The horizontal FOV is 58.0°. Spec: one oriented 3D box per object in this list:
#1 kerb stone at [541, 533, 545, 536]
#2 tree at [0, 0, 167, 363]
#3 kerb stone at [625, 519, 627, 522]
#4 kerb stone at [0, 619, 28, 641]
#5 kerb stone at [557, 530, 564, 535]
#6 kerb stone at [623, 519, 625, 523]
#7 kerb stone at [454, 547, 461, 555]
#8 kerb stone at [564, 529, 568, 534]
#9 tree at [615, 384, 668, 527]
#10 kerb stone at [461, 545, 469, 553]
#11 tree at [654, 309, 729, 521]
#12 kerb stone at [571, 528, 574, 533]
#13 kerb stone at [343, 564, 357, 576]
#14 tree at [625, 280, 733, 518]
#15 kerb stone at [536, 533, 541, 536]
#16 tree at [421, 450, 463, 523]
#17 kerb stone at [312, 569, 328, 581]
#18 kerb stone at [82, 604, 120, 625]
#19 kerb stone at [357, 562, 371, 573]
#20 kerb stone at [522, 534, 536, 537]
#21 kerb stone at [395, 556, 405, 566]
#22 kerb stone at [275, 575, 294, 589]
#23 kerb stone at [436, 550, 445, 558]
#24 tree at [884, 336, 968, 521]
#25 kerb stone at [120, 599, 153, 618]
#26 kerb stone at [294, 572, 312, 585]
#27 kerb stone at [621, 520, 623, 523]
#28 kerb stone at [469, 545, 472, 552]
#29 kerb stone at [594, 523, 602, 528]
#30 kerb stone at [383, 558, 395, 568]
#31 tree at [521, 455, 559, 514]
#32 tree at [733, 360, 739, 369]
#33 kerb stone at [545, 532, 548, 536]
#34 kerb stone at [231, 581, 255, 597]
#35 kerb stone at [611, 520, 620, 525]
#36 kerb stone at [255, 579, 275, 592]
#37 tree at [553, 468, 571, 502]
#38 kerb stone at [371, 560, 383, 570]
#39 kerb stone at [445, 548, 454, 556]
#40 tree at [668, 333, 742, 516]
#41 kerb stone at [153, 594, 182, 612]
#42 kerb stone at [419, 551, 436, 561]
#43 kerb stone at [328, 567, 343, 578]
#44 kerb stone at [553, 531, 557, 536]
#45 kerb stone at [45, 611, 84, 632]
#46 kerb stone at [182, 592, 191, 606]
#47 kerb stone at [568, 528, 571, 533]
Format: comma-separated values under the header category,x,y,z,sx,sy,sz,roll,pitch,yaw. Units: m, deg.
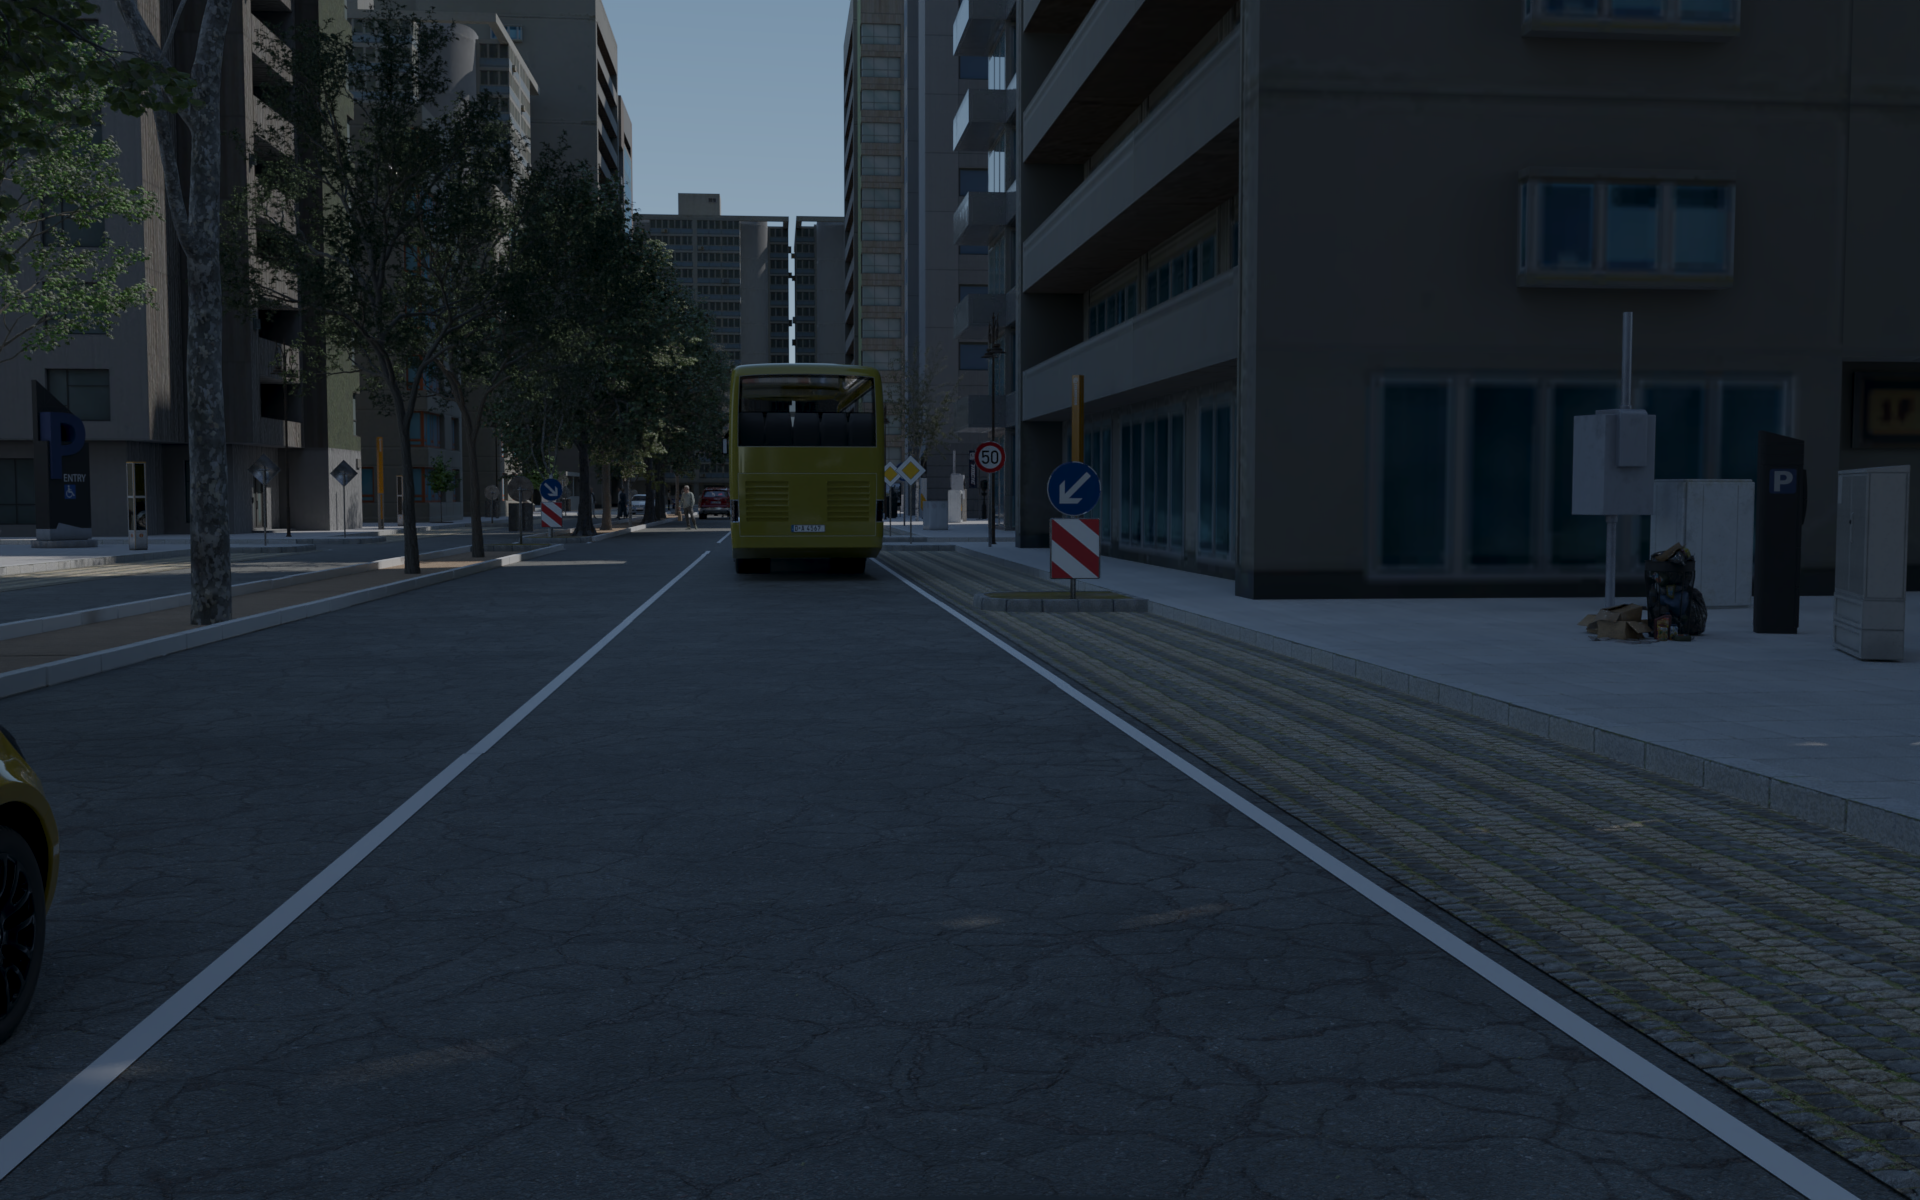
category,x,y,z,sx,sy,sz,roll,pitch,yaw
kerb stone,-13.519,-2.037,55.525,0.120,0.150,1.000,0,4,-6
tree,-19.176,-6.546,32.779,9.928,11.665,9.643,0,3,0
kerb stone,-16.783,-3.909,86.107,0.120,0.150,1.000,0,4,-6
kerb stone,-9.428,0.301,17.279,0.120,0.150,1.000,0,4,-6
kerb stone,-14.064,-2.351,60.626,0.120,0.150,1.000,0,4,-6
kerb stone,-16.674,-3.846,85.080,0.120,0.150,1.000,0,4,-6
kerb stone,-11.936,-1.132,40.708,0.120,0.150,1.000,0,4,-6
kerb stone,-14.169,-2.410,61.643,0.120,0.150,1.000,0,4,-6
tree,-14.370,-7.496,75.374,4.737,8.622,4.395,0,3,0
kerb stone,-12.046,-1.194,41.724,0.120,0.150,1.000,0,4,-6
tree,-16.139,-10.051,92.544,9.928,11.665,9.643,0,3,0
kerb stone,-14.389,-2.534,63.682,0.120,0.150,1.000,0,4,-6
kerb stone,-10.849,-0.505,30.514,0.120,0.150,1.000,0,4,-6
tree,-17.766,-11.818,102.330,9.857,13.997,8.962,0,3,0
kerb stone,-13.403,-1.974,54.509,0.120,0.150,1.000,0,4,-6
tree,-22.980,-5.022,76.703,1.663,3.219,1.824,0,3,0
kerb stone,-10.629,-0.383,28.479,0.120,0.150,1.000,0,4,-6
kerb stone,-9.651,0.178,19.313,0.120,0.150,1.000,0,4,-6
kerb stone,-10.954,-0.571,31.534,0.120,0.150,1.000,0,4,-6
kerb stone,-13.305,-1.914,53.486,0.120,0.150,1.000,0,4,-6
kerb stone,-11.281,-0.757,34.590,0.120,0.150,1.000,0,4,-6
kerb stone,-10.411,-0.250,26.447,0.120,0.150,1.000,0,4,-6
kerb stone,-11.714,-1.007,38.659,0.120,0.150,1.000,0,4,-6
tree,-1.824,-8.029,81.640,4.360,8.622,3.978,0,3,0
kerb stone,-9.754,0.114,20.338,0.120,0.150,1.000,0,4,-6
kerb stone,-10.516,-0.322,27.463,0.120,0.150,1.000,0,4,-6
kerb stone,-16.568,-3.783,84.064,0.120,0.150,1.000,0,4,-6
kerb stone,-12.153,-1.257,42.741,0.120,0.150,1.000,0,4,-6
kerb stone,-15.590,-3.220,74.890,0.120,0.150,1.000,0,4,-6
kerb stone,-11.170,-0.696,33.574,0.120,0.150,1.000,0,4,-6
tree,-27.675,-7.867,112.342,4.285,4.588,4.351,0,3,0
tree,-14.883,-9.986,82.739,9.611,12.733,9.660,0,3,0
kerb stone,-13.623,-2.101,56.549,0.120,0.150,1.000,0,4,-6
kerb stone,-10.191,-0.135,24.409,0.120,0.150,1.000,0,4,-6
kerb stone,-16.346,-3.655,82.019,0.120,0.150,1.000,0,4,-6
kerb stone,-10.305,-0.198,25.430,0.120,0.150,1.000,0,4,-6
tree,-28.407,-7.776,121.734,1.663,3.219,1.824,0,3,0
kerb stone,-11.061,-0.628,32.555,0.120,0.150,1.000,0,4,-6
kerb stone,-11.817,-1.066,39.678,0.120,0.150,1.000,0,4,-6
tree,-18.645,-12.303,113.986,12.009,13.543,11.850,0,3,0
kerb stone,-9.864,0.051,21.354,0.120,0.150,1.000,0,4,-6
kerb stone,-11.610,-0.938,37.641,0.120,0.150,1.000,0,4,-6
kerb stone,-10.736,-0.447,29.497,0.120,0.150,1.000,0,4,-6
kerb stone,-13.846,-2.226,58.585,0.120,0.150,1.000,0,4,-6
kerb stone,-9.541,0.245,18.295,0.120,0.150,1.000,0,4,-6
kerb stone,-9.975,-0.011,22.370,0.120,0.150,1.000,0,4,-6
kerb stone,-14.281,-2.475,62.665,0.120,0.150,1.000,0,4,-6
